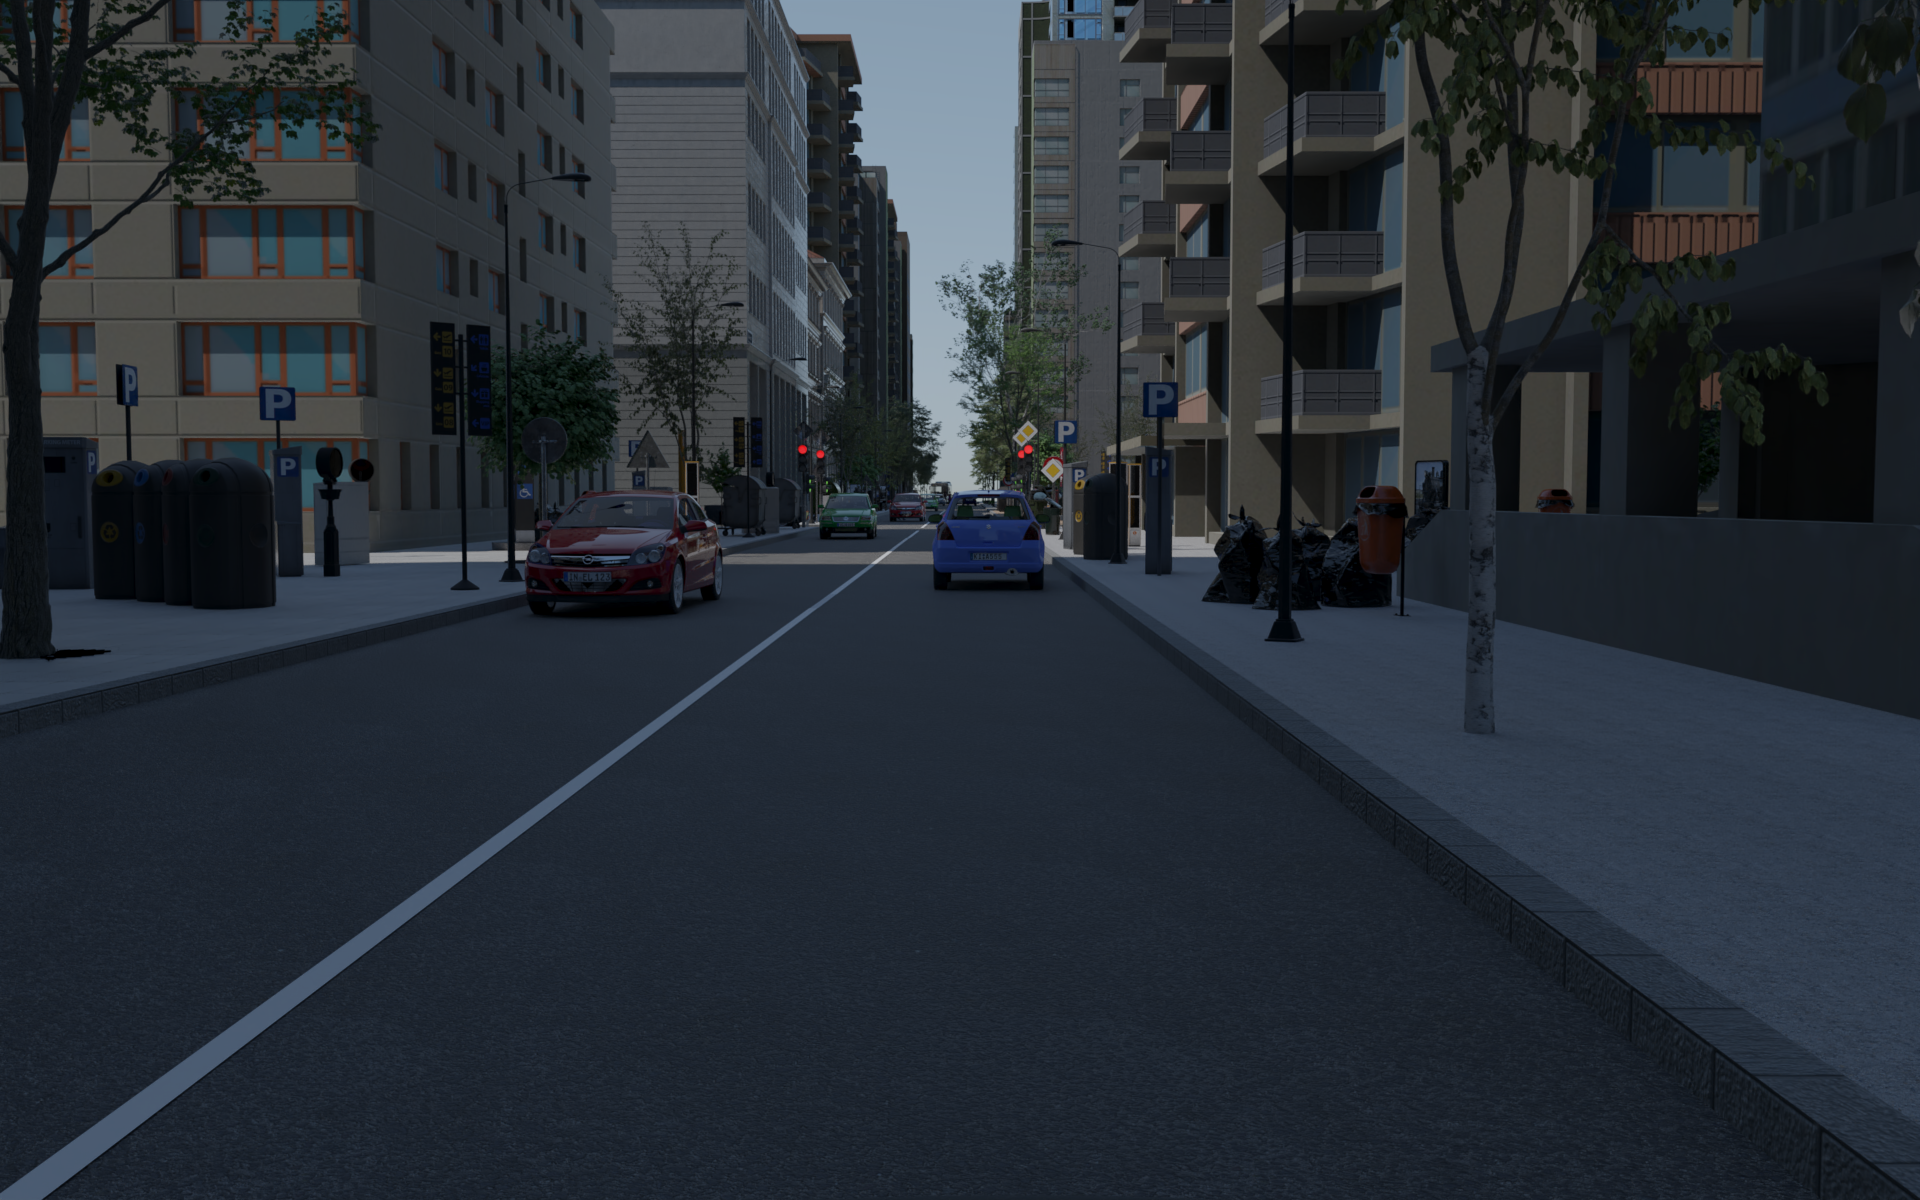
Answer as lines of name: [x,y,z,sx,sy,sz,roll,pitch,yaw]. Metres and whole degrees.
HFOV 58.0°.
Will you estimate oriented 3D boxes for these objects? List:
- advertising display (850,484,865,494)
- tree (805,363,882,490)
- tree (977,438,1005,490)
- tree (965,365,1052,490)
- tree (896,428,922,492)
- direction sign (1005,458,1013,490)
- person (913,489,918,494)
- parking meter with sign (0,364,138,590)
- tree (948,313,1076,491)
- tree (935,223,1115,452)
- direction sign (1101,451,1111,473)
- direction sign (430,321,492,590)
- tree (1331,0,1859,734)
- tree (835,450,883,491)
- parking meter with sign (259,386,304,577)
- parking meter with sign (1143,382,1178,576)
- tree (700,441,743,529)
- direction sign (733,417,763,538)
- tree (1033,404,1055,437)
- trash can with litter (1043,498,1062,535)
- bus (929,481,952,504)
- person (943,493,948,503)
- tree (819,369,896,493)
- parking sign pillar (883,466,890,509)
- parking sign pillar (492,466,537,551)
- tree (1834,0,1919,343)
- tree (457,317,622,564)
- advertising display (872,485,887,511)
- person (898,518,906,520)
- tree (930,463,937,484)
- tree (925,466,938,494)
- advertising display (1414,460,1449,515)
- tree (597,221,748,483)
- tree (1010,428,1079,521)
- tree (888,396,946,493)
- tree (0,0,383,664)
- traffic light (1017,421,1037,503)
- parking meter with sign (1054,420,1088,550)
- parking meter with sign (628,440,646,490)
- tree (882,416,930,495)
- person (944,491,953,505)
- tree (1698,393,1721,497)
advertising display: [-6.548,-6.438,110.477,0.974,1.923,0.123,0,4,5]
tree: [-6.683,-8.964,96.918,4.360,8.622,3.978,0,3,0]
tree: [3.661,-15.250,199.703,4.360,8.622,3.978,0,3,0]
tree: [4.309,-14.195,150.221,7.486,12.596,7.792,0,3,0]
tree: [-6.267,-11.512,138.581,4.737,8.622,4.395,0,3,0]
direction sign: [3.265,-7.129,108.548,0.876,3.537,0.379,1,4,8]
person: [-3.822,-8.521,147.794,0.580,1.828,0.573,2,4,28]
parking meter with sign: [-12.081,-1.660,23.407,1.738,3.016,0.543,0,4,-6]
tree: [3.154,-10.644,99.782,9.928,11.665,9.643,0,3,0]
tree: [4.459,-16.272,121.934,12.611,20.169,13.585,0,3,0]
direction sign: [7.645,-6.037,90.707,0.379,3.537,0.876,-2,4,-31]
direction sign: [-6.637,-1.903,23.115,0.379,3.537,0.876,3,5,44]
tree: [2.788,-3.576,8.833,4.737,8.622,4.395,0,3,0]
tree: [-7.062,-8.401,121.062,4.285,4.588,4.351,0,3,0]
parking meter with sign: [-10.726,-1.911,27.499,0.543,3.016,1.738,-2,4,-27]
parking meter with sign: [3.223,-1.933,27.864,0.543,3.016,1.738,0,4,7]
tree: [-8.610,-4.203,63.322,1.663,3.219,1.824,0,3,0]
direction sign: [-6.238,-3.609,51.004,0.876,3.537,0.379,-1,4,-22]
tree: [7.424,-11.317,135.389,4.360,8.622,3.978,0,3,0]
trash can with litter: [3.134,-2.611,54.081,1.055,1.170,0.624,1,4,20]
bus: [-2.664,-15.357,245.949,2.948,3.499,13.247,0,4,2]
person: [-1.854,-12.970,222.029,0.593,1.643,0.415,-3,5,-44]
tree: [-6.667,-9.312,102.620,4.737,8.622,4.395,0,3,0]
parking sign pillar: [-6.181,-9.755,147.965,1.447,3.967,1.447,0,4,-1]
parking sign pillar: [-10.018,-3.133,39.692,1.447,3.967,1.447,-1,4,-17]
tree: [2.710,-3.180,2.358,4.360,8.622,3.978,0,3,0]
tree: [-7.817,-2.983,32.491,4.285,4.588,4.351,0,3,0]
advertising display: [-6.047,-7.693,130.991,0.974,1.923,0.123,0,4,6]
person: [-3.166,-5.022,94.884,0.640,1.303,0.475,2,4,35]
tree: [-5.746,-14.789,192.166,4.360,8.622,3.978,0,3,0]
tree: [-5.803,-21.264,298.026,4.737,8.622,4.395,0,3,0]
advertising display: [8.945,-1.693,32.895,0.123,1.923,0.974,-1,4,-18]
tree: [-7.420,-5.850,46.006,4.360,8.622,3.978,0,3,0]
tree: [4.224,-6.109,83.603,4.285,4.588,4.351,0,3,0]
tree: [-6.907,-19.455,224.744,9.857,13.997,8.962,0,3,0]
tree: [-7.189,-5.353,13.283,9.928,11.665,9.643,0,3,0]
traffic light: [2.588,-4.731,66.279,0.839,4.253,0.868,0,4,0]
parking meter with sign: [2.661,-2.690,40.242,0.543,3.016,1.738,-1,4,-11]
parking meter with sign: [-10.271,-3.608,55.252,0.543,3.016,1.738,-1,4,-12]
tree: [-5.963,-13.039,163.554,4.360,8.622,3.978,0,3,0]
person: [-1.048,-9.813,169.619,1.217,1.739,0.721,-2,4,-33]
tree: [11.919,-2.067,28.405,1.663,3.219,1.824,0,3,0]
